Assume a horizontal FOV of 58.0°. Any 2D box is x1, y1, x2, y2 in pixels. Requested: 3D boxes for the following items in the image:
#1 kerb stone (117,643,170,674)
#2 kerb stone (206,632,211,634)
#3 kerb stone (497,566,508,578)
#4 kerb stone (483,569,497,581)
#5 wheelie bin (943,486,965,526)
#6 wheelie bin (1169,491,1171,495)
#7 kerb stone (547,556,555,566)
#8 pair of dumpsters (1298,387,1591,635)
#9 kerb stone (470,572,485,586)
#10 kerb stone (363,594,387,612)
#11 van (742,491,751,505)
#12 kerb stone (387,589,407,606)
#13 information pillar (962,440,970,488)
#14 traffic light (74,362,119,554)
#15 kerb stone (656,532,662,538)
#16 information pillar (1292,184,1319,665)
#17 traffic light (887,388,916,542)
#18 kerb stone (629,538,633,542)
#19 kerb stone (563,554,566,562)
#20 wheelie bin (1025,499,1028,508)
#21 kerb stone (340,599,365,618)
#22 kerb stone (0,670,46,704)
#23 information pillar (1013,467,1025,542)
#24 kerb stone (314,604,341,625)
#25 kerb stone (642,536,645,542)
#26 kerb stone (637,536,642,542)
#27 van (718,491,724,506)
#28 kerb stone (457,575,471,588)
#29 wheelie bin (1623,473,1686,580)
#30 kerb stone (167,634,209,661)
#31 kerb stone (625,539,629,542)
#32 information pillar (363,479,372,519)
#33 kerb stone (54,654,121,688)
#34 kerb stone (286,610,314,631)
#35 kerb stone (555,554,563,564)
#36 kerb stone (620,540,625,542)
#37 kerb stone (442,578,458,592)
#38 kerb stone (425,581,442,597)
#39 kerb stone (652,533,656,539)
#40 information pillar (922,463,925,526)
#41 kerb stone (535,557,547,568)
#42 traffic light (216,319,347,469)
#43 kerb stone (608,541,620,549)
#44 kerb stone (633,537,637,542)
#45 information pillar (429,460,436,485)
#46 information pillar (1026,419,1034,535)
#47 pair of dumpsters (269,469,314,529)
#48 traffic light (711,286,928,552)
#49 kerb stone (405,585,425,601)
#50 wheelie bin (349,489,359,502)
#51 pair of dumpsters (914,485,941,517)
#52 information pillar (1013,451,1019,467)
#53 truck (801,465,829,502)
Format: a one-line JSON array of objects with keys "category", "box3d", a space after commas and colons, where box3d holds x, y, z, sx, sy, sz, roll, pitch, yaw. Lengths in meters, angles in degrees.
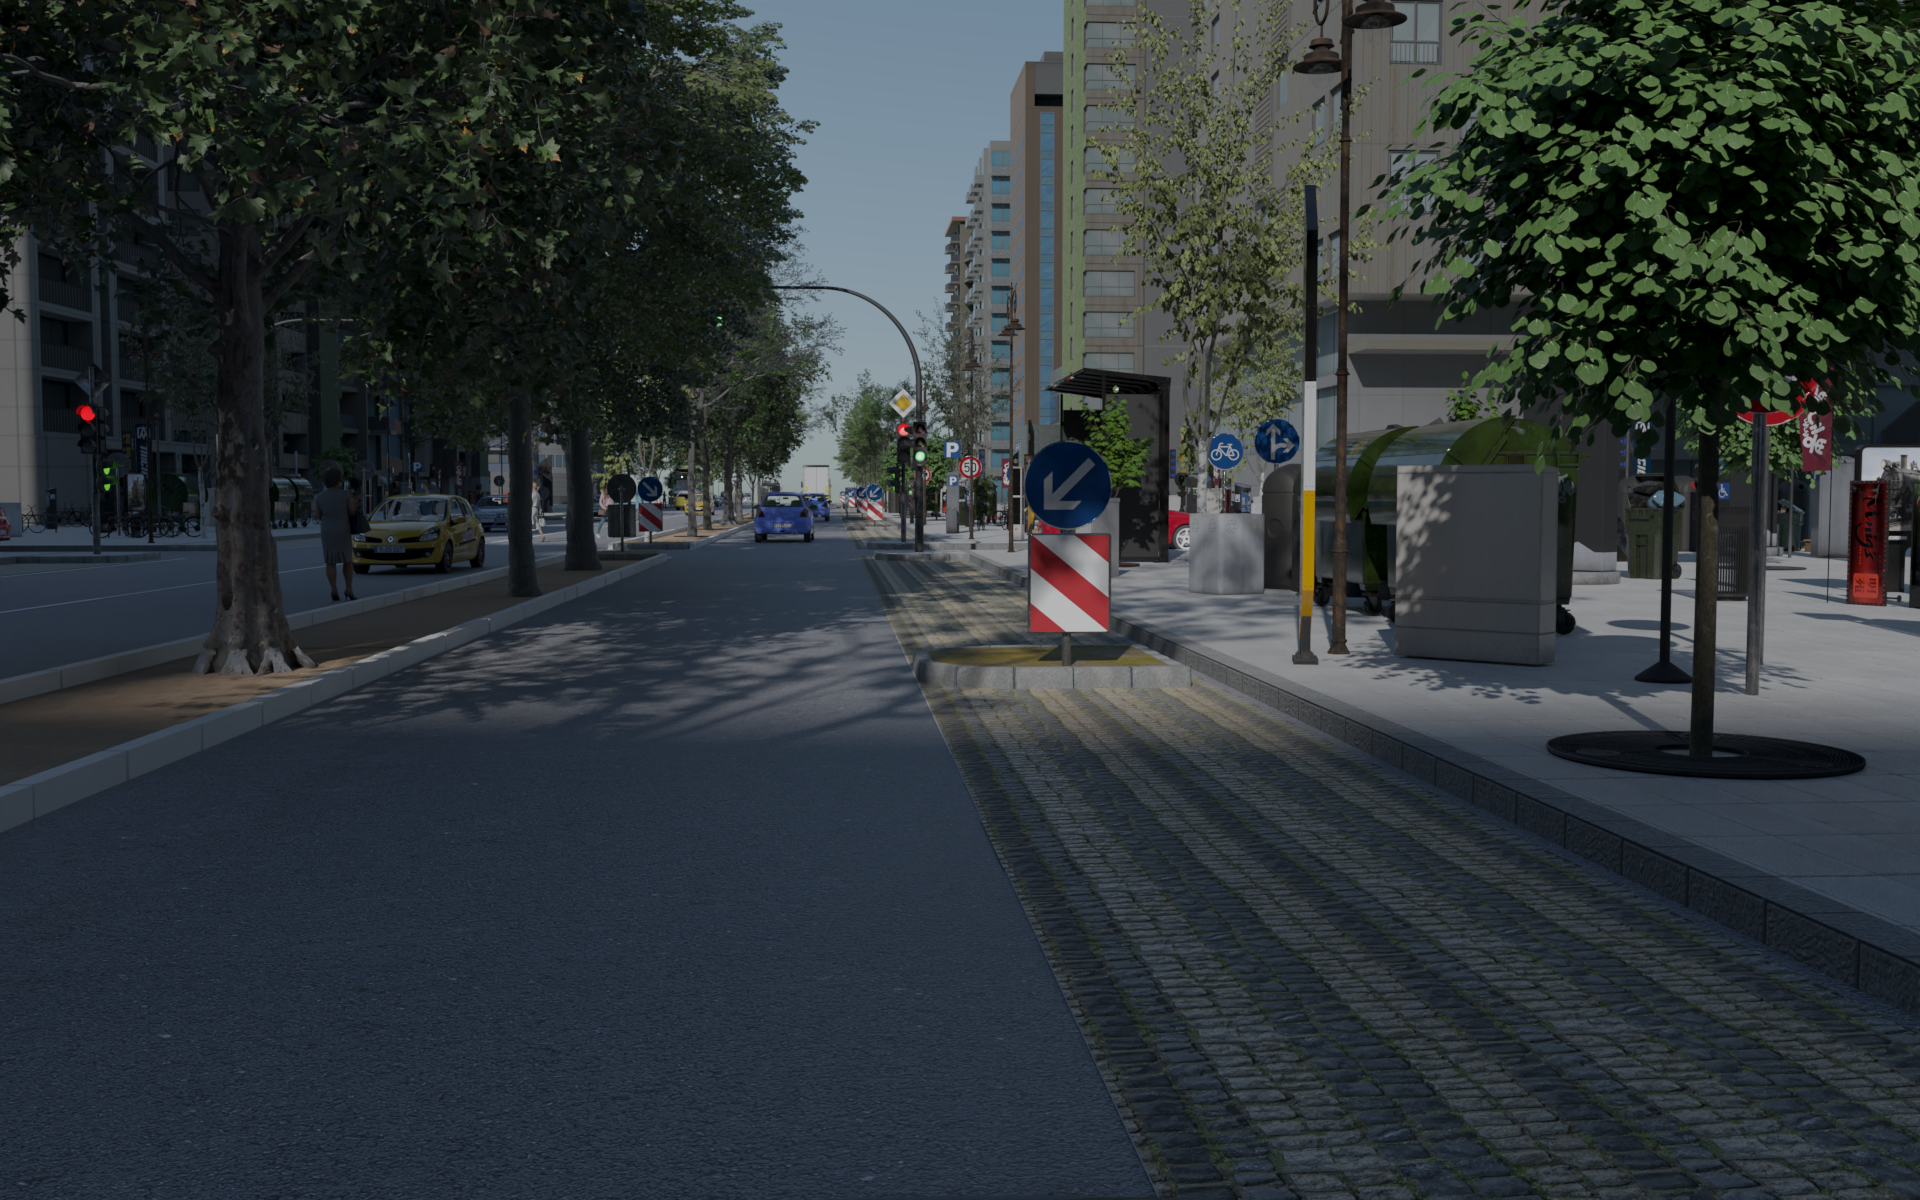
[{"category": "kerb stone", "box3d": [-6.742, 0.490, 14.183, 0.120, 0.150, 1.000, 0, 4, -4]}, {"category": "kerb stone", "box3d": [-6.900, 0.365, 16.222, 0.120, 0.150, 1.000, 0, 4, -4]}, {"category": "kerb stone", "box3d": [-7.898, -0.446, 29.504, 0.120, 0.150, 1.000, 0, 4, -4]}, {"category": "kerb stone", "box3d": [-7.821, -0.385, 28.484, 0.120, 0.150, 1.000, 0, 4, -4]}, {"category": "wheelie bin", "box3d": [-0.116, -3.820, 70.371, 0.980, 1.594, 0.693, -2, 4, -29]}, {"category": "wheelie bin", "box3d": [9.894, -4.676, 84.367, 0.693, 1.594, 0.980, 1, 4, 22]}, {"category": "kerb stone", "box3d": [-8.279, -0.759, 34.608, 0.120, 0.150, 1.000, 0, 4, -4]}, {"category": "pair of dumpsters", "box3d": [4.811, -0.930, 17.704, 1.574, 2.255, 4.437, 0, 4, -4]}, {"category": "kerb stone", "box3d": [-7.736, -0.322, 27.465, 0.120, 0.150, 1.000, 0, 4, -4]}, {"category": "kerb stone", "box3d": [-7.281, 0.053, 21.332, 0.120, 0.150, 1.000, 0, 4, -4]}, {"category": "van", "box3d": [-28.658, -13.800, 232.637, 2.013, 2.044, 4.112, 0, 4, -5]}, {"category": "kerb stone", "box3d": [-7.359, -0.001, 22.360, 0.120, 0.150, 1.000, 0, 4, -4]}, {"category": "information pillar", "box3d": [0.302, -4.885, 71.221, 0.504, 3.616, 0.183, 2, 4, 29]}, {"category": "traffic light", "box3d": [-18.387, -2.930, 36.822, 0.839, 4.253, 0.868, 0, 4, -4]}, {"category": "kerb stone", "box3d": [-9.935, -2.102, 56.562, 0.120, 0.150, 1.000, 0, 4, -4]}, {"category": "information pillar", "box3d": [2.613, -1.323, 12.984, 0.183, 3.616, 0.504, 1, 4, 9]}, {"category": "traffic light", "box3d": [-1.524, -3.498, 46.107, 0.839, 4.253, 0.868, 0, 4, -4]}, {"category": "kerb stone", "box3d": [-9.319, -1.602, 48.387, 0.120, 0.150, 1.000, 0, 4, -4]}, {"category": "kerb stone", "box3d": [-8.433, -0.883, 36.654, 0.120, 0.150, 1.000, 0, 4, -4]}, {"category": "wheelie bin", "box3d": [2.517, -3.884, 71.418, 0.980, 1.594, 0.693, -3, 5, -44]}, {"category": "kerb stone", "box3d": [-7.204, 0.115, 20.312, 0.120, 0.150, 1.000, 0, 4, -4]}, {"category": "kerb stone", "box3d": [-6.590, 0.618, 12.138, 0.120, 0.150, 1.000, 0, 4, -4]}, {"category": "information pillar", "box3d": [1.565, -2.591, 46.859, 0.304, 2.012, 0.304, 1, 4, 17]}, {"category": "kerb stone", "box3d": [-7.123, 0.178, 19.289, 0.120, 0.150, 1.000, 0, 4, -4]}, {"category": "kerb stone", "box3d": [-9.537, -1.788, 51.459, 0.120, 0.150, 1.000, 0, 4, -4]}, {"category": "kerb stone", "box3d": [-9.464, -1.725, 50.437, 0.120, 0.150, 1.000, 0, 4, -4]}, {"category": "van", "box3d": [-28.816, -12.635, 213.595, 2.013, 2.044, 4.112, 0, 4, -5]}, {"category": "kerb stone", "box3d": [-7.668, -0.259, 26.443, 0.120, 0.150, 1.000, 0, 4, -4]}, {"category": "wheelie bin", "box3d": [10.504, -1.119, 26.200, 0.693, 1.594, 0.980, -2, 4, -33]}, {"category": "kerb stone", "box3d": [-6.829, 0.432, 15.202, 0.120, 0.150, 1.000, 0, 4, -4]}, {"category": "kerb stone", "box3d": [-9.231, -1.539, 47.366, 0.120, 0.150, 1.000, 0, 4, -4]}, {"category": "information pillar", "box3d": [-24.631, -4.127, 71.973, 0.304, 2.012, 0.304, -1, 4, -10]}, {"category": "kerb stone", "box3d": [-6.662, 0.552, 13.164, 0.120, 0.150, 1.000, 0, 4, -4]}, {"category": "kerb stone", "box3d": [-7.049, 0.240, 18.269, 0.120, 0.150, 1.000, 0, 4, -4]}, {"category": "kerb stone", "box3d": [-8.352, -0.820, 35.628, 0.120, 0.150, 1.000, 0, 4, -4]}, {"category": "kerb stone", "box3d": [-9.158, -1.477, 46.347, 0.120, 0.150, 1.000, 0, 4, -4]}, {"category": "kerb stone", "box3d": [-7.582, -0.197, 25.422, 0.120, 0.150, 1.000, 0, 4, -4]}, {"category": "kerb stone", "box3d": [-7.510, -0.133, 24.403, 0.120, 0.150, 1.000, 0, 4, -4]}, {"category": "kerb stone", "box3d": [-9.774, -1.974, 54.520, 0.120, 0.150, 1.000, 0, 4, -4]}, {"category": "information pillar", "box3d": [-1.597, -4.825, 70.235, 0.183, 3.616, 0.504, 2, 4, 24]}, {"category": "kerb stone", "box3d": [-8.193, -0.697, 33.587, 0.120, 0.150, 1.000, 0, 4, -4]}, {"category": "traffic light", "box3d": [-16.906, -4.300, 44.975, 4.771, 5.953, 1.251, 0, 4, -4]}, {"category": "kerb stone", "box3d": [-9.084, -1.415, 45.327, 0.120, 0.150, 1.000, 0, 4, -4]}, {"category": "kerb stone", "box3d": [-9.393, -1.658, 49.418, 0.120, 0.150, 1.000, 0, 4, -4]}, {"category": "information pillar", "box3d": [-36.295, -7.822, 119.249, 0.183, 3.616, 0.504, 3, 4, 38]}, {"category": "information pillar", "box3d": [2.213, -3.826, 53.918, 0.183, 3.616, 0.504, -1, 4, -11]}, {"category": "pair of dumpsters", "box3d": [-25.622, -3.818, 64.914, 1.574, 2.255, 4.437, 0, 4, -4]}, {"category": "traffic light", "box3d": [-3.006, -3.864, 37.847, 4.771, 5.953, 1.251, 0, 4, -4]}, {"category": "kerb stone", "box3d": [-7.432, -0.072, 23.383, 0.120, 0.150, 1.000, 0, 4, -4]}, {"category": "wheelie bin", "box3d": [-41.574, -6.772, 118.632, 0.693, 1.594, 0.980, 2, 4, 23]}, {"category": "pair of dumpsters", "box3d": [-1.830, -5.824, 97.722, 1.574, 2.255, 4.437, 0, 4, -4]}, {"category": "information pillar", "box3d": [2.964, -6.258, 93.670, 0.504, 3.616, 0.183, 2, 4, 26]}, {"category": "truck", "box3d": [-14.339, -11.198, 171.994, 2.839, 4.237, 11.283, 0, 4, -6]}]
